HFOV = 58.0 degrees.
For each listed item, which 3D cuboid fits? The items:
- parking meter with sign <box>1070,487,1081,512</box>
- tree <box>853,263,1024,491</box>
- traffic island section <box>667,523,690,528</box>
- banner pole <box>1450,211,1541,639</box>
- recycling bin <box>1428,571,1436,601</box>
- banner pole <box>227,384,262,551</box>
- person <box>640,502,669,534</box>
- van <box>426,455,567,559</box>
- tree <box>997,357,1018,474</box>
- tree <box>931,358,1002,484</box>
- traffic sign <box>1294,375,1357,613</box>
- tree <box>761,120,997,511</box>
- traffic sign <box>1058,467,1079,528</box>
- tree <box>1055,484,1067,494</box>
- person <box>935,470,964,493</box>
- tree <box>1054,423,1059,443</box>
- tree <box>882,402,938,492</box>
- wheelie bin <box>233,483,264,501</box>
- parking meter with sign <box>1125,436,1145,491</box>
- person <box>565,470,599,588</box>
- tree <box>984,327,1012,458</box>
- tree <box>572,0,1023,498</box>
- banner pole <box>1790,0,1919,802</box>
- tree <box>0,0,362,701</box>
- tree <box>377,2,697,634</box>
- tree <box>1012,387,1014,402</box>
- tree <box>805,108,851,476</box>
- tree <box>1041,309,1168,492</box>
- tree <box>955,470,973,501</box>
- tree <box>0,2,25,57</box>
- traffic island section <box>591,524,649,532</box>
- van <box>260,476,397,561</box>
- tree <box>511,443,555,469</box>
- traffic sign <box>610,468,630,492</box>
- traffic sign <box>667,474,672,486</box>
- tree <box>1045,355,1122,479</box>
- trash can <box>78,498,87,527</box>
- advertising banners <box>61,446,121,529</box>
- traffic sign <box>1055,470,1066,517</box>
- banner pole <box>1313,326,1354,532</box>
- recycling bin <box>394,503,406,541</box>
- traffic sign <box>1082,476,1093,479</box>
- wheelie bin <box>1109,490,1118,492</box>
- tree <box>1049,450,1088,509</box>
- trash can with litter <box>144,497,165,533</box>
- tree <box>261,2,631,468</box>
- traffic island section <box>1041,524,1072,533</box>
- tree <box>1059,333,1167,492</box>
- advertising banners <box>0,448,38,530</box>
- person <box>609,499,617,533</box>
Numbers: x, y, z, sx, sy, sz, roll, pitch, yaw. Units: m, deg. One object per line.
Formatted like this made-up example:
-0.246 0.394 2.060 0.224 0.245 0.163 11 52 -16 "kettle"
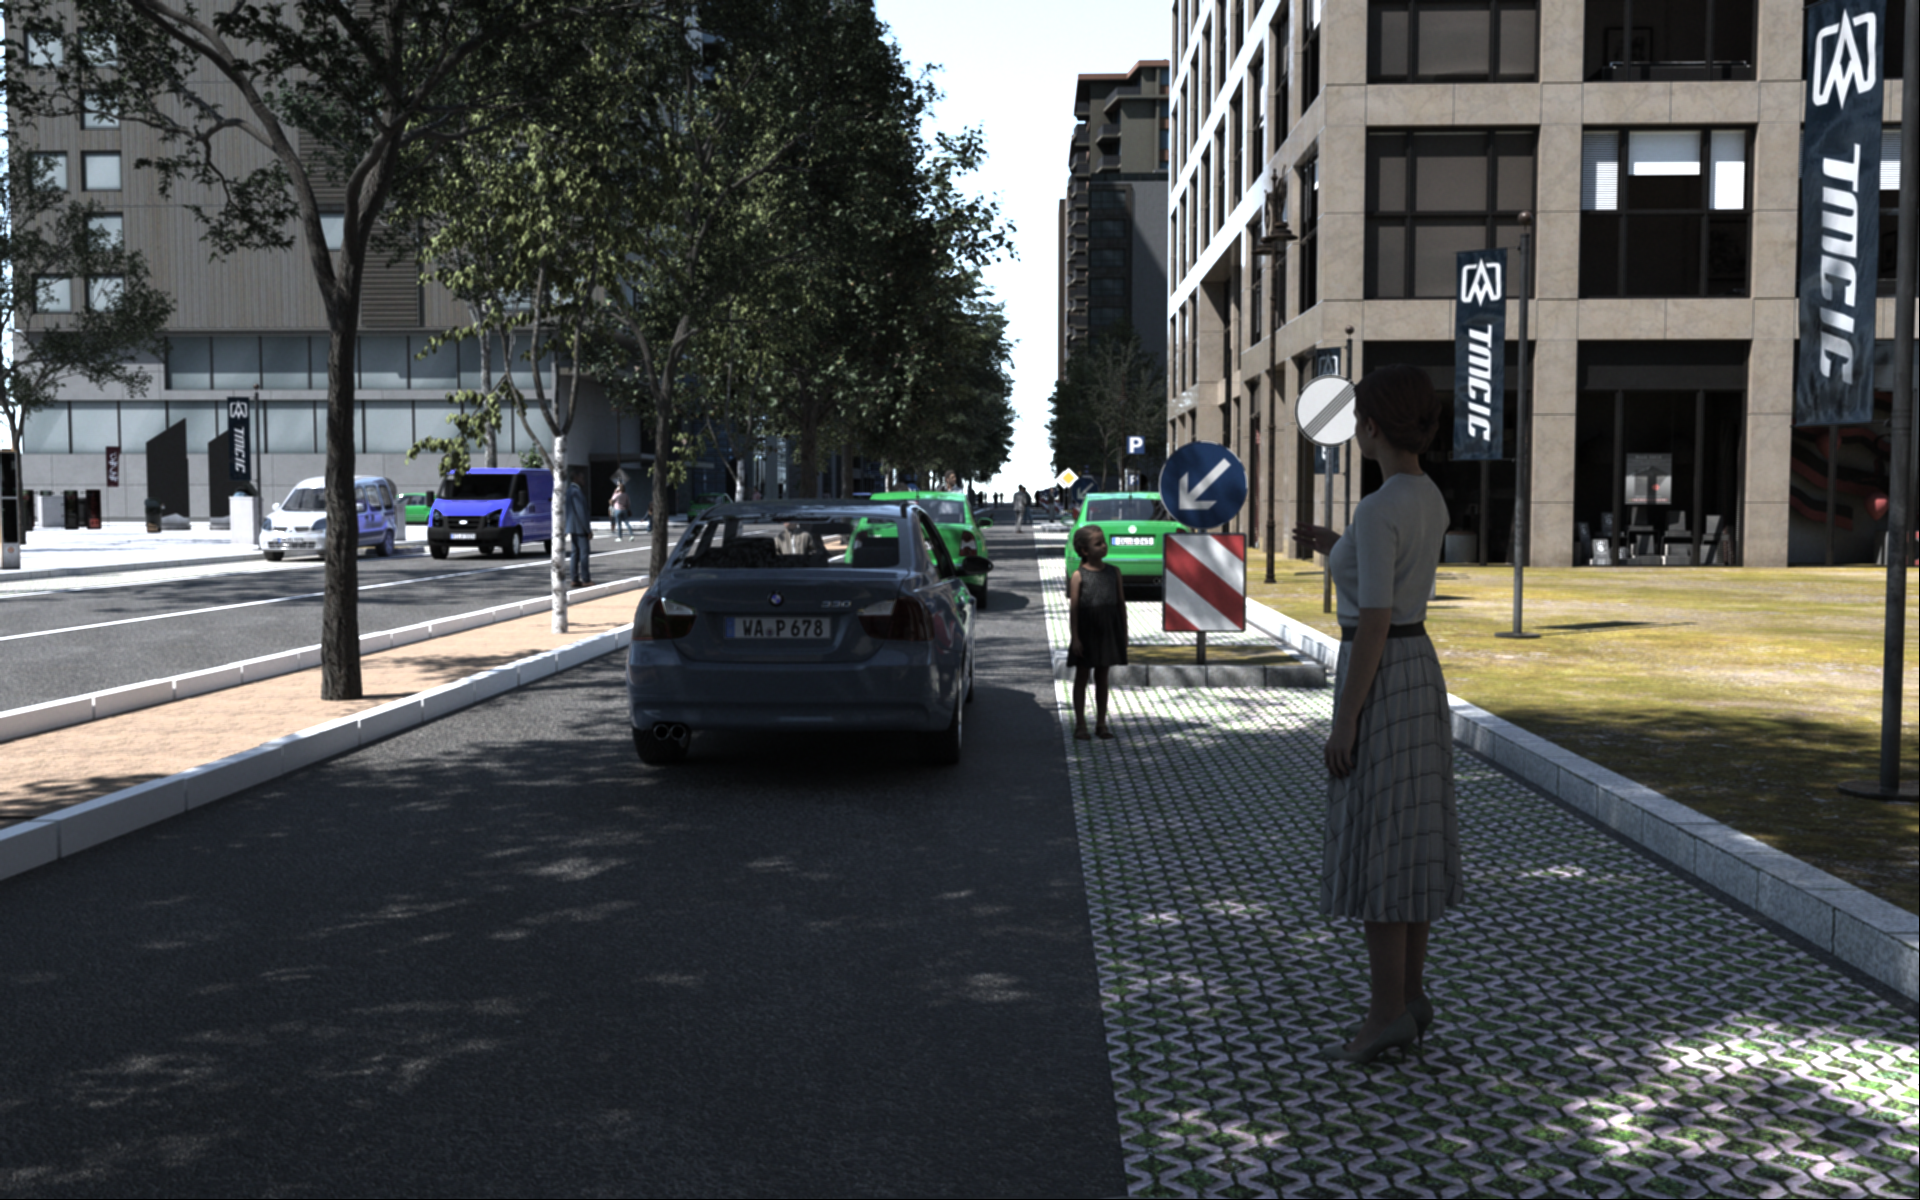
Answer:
8.739 -7.834 124.349 1.738 3.016 0.543 -1 4 -12 "parking meter with sign"
-1.543 -10.447 79.920 9.857 13.997 8.962 0 3 0 "tree"
-12.690 -3.174 74.177 2.009 0.180 2.903 0 4 2 "traffic island section"
4.820 -1.563 15.573 0.863 3.779 0.401 3 4 38 "banner pole"
5.269 -0.515 20.978 0.722 1.027 0.722 -1 4 -22 "recycling bin"
-16.191 -3.018 39.364 0.863 3.779 0.401 -1 4 -12 "banner pole"
-10.942 -2.950 62.236 1.012 1.151 0.738 0 4 -2 "person"
-10.649 -2.176 39.963 2.240 2.365 5.245 0 4 2 "van"
0.016 -11.900 115.149 7.486 12.596 7.792 0 3 0 "tree"
-0.808 -10.873 105.993 9.928 11.665 9.643 0 3 0 "tree"
3.959 -1.130 18.582 0.768 2.556 0.104 0 4 3 "traffic sign"
-3.034 -7.757 47.418 7.486 12.596 7.792 0 3 0 "tree"
4.098 -3.780 65.441 0.795 2.450 0.064 0 4 2 "traffic sign"
11.642 -12.626 201.041 1.663 3.219 1.824 0 3 0 "tree"
-0.224 -1.244 28.935 0.679 1.850 0.850 0 4 4 "person"
8.340 -10.126 115.926 4.360 8.622 3.978 0 3 0 "tree"
-2.304 -6.286 55.597 4.360 8.622 3.978 0 3 0 "tree"
-20.437 -2.558 49.725 0.693 1.594 0.980 0 4 -6 "wheelie bin"
5.290 -3.456 52.769 0.543 3.016 1.738 0 4 2 "parking meter with sign"
-5.840 -1.092 26.541 0.419 1.800 0.721 -3 5 -39 "person"
-2.668 -7.657 62.058 8.767 10.594 7.601 0 4 2 "tree"
-3.412 -7.298 38.789 9.611 12.733 9.660 0 3 0 "tree"
3.915 -1.070 7.511 0.401 3.779 0.863 -1 4 -14 "banner pole"
-4.341 -4.558 11.386 8.767 10.594 7.601 0 4 2 "tree"
-4.124 -3.968 17.699 4.737 8.622 4.395 0 3 0 "tree"
-1.488 -9.336 89.505 8.767 10.594 7.601 0 4 2 "tree"
-3.880 -4.734 30.213 4.737 8.622 4.395 0 3 0 "tree"
7.470 -9.321 86.806 7.601 10.594 8.767 1 4 11 "tree"
0.585 -11.344 138.289 4.737 8.622 4.395 0 3 0 "tree"
-15.818 -10.122 21.381 12.611 20.169 13.585 0 3 0 "tree"
-13.006 -2.686 66.198 2.009 0.180 2.903 0 4 2 "traffic island section"
-13.885 -1.905 38.157 2.013 2.044 4.112 0 4 3 "van"
-15.847 -4.294 64.812 1.663 3.219 1.824 0 3 0 "tree"
-12.982 -3.822 66.135 0.795 2.450 0.064 0 4 2 "traffic sign"
-12.666 -4.310 74.114 0.795 2.450 0.064 0 4 2 "traffic sign"
10.170 -13.591 140.332 7.486 12.596 7.792 0 3 0 "tree"
-34.306 -3.426 67.667 0.748 1.137 0.748 0 3 0 "trash can"
-31.713 -4.104 63.284 2.074 3.025 0.090 -3 5 -42 "advertising banners"
4.414 -4.268 73.419 0.795 2.450 0.064 0 4 2 "traffic sign"
5.643 -2.202 26.021 0.401 3.779 0.863 -3 5 -40 "banner pole"
-15.615 -2.123 47.271 0.722 1.027 0.722 -3 5 -43 "recycling bin"
6.964 -5.661 94.683 0.606 2.300 0.079 0 4 8 "traffic sign"
11.546 -7.515 130.772 0.980 1.594 0.693 1 4 21 "wheelie bin"
9.859 -12.180 149.509 4.737 8.622 4.395 0 3 0 "tree"
-26.806 -2.831 57.674 0.624 1.170 1.055 -2 4 -25 "trash can with litter"
-16.147 -12.181 55.046 12.611 20.169 13.585 0 3 0 "tree"
4.122 -2.644 65.517 2.009 0.180 2.903 0 4 2 "traffic island section"
7.625 -7.899 79.504 4.360 8.622 3.978 0 3 0 "tree"
-36.065 -4.332 67.014 0.090 3.025 2.074 2 4 30 "advertising banners"
-12.628 -3.059 63.197 0.332 1.250 0.352 1 4 21 "person"
